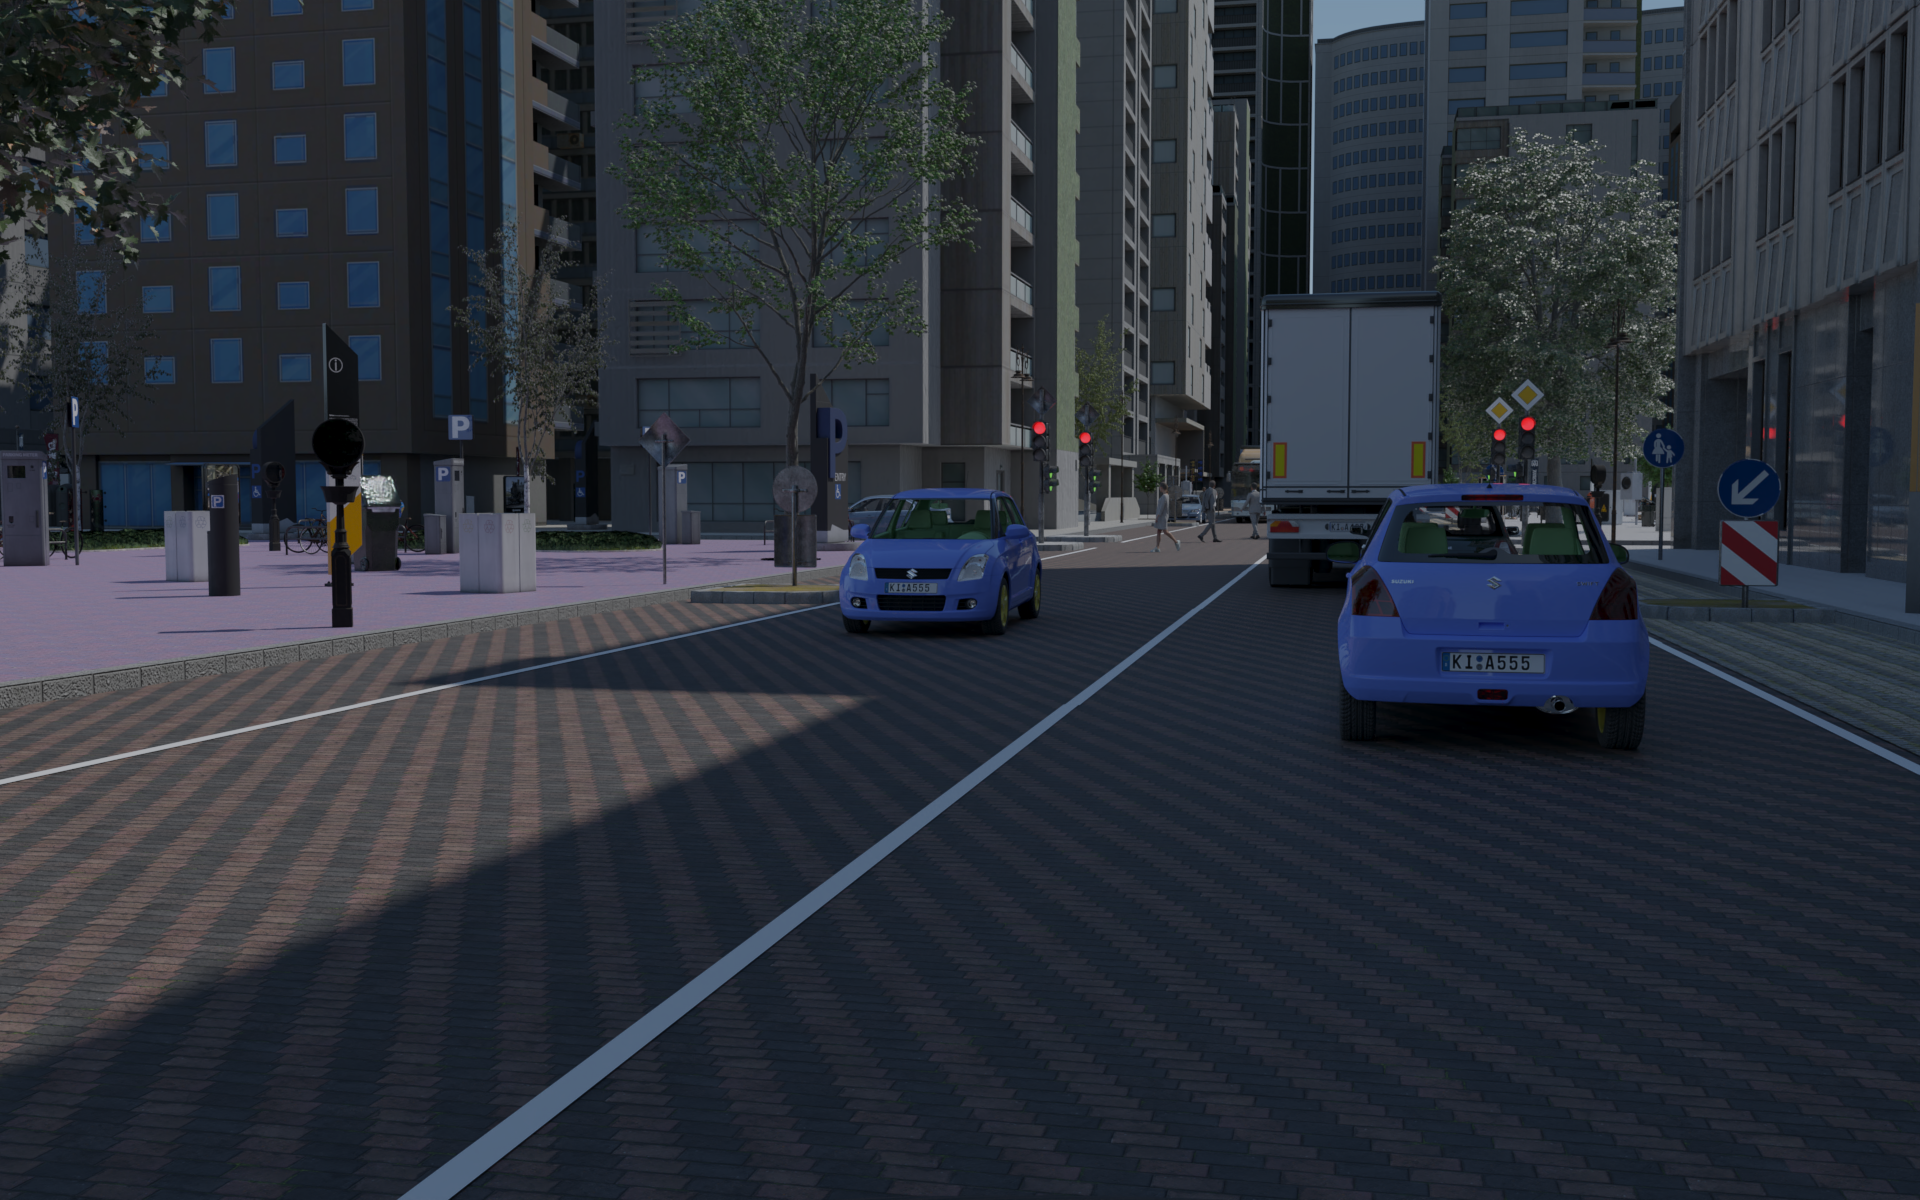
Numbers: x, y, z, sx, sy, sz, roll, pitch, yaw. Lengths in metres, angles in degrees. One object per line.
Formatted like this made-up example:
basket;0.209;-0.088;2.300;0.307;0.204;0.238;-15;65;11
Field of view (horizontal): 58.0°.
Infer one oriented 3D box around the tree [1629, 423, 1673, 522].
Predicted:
tree;32.684;-5.889;79.994;4.285;4.588;4.351;0;3;0

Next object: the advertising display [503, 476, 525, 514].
advertising display;-15.628;-3.403;60.856;0.123;1.923;0.974;2;4;35

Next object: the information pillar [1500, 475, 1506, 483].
information pillar;21.161;-3.871;67.782;0.304;2.012;0.304;2;4;32

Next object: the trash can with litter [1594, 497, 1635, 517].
trash can with litter;33.107;-4.761;88.902;2.233;1.210;1.678;-2;4;-31

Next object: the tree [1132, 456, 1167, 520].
tree;9.419;-5.666;87.239;1.663;3.219;1.824;0;3;0

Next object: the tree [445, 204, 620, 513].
tree;-11.090;-5.797;45.139;4.360;8.622;3.978;0;3;0

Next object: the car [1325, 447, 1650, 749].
car;3.330;-0.096;11.160;1.945;1.707;3.694;1;4;13

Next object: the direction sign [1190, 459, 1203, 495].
direction sign;15.362;-7.382;112.697;0.876;3.537;0.379;-1;4;-14

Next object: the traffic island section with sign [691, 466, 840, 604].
traffic island section with sign;-2.373;-0.910;23.500;1.989;1.847;2.006;1;4;13

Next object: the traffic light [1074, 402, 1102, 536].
traffic light;3.868;-3.899;52.676;0.839;4.253;0.868;1;4;13

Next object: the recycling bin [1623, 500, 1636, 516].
recycling bin;39.493;-5.478;102.116;0.722;1.027;0.722;1;4;17

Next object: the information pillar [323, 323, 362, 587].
information pillar;-8.579;-1.999;24.041;0.183;3.616;0.504;3;5;43

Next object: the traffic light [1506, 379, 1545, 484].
traffic light;13.805;-3.265;42.299;0.839;4.253;0.868;1;4;13

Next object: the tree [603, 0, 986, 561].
tree;-3.117;-6.566;33.109;9.928;11.665;9.643;0;3;0

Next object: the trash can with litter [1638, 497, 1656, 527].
trash can with litter;27.009;-3.428;67.431;1.055;1.170;0.624;0;4;0

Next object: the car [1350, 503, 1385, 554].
car;5.694;-0.671;20.755;2.009;1.686;4.222;1;4;13

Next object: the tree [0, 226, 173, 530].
tree;-23.998;-5.923;47.197;4.360;8.622;3.978;0;3;0

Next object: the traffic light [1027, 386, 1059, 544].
traffic light;2.127;-3.423;44.882;0.839;4.253;0.868;1;4;13

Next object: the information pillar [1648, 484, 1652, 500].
information pillar;41.177;-6.850;103.344;0.183;3.616;0.504;2;4;32

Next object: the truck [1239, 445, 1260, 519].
truck;17.859;-6.915;101.970;2.839;4.237;11.283;1;4;13

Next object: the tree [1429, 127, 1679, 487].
tree;20.461;-9.343;59.421;9.857;13.997;8.962;0;3;0

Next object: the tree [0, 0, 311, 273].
tree;-8.275;-5.602;8.600;9.611;12.733;9.660;0;3;0

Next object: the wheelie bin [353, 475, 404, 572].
wheelie bin;-9.808;-1.285;28.924;0.693;1.594;0.980;3;5;43

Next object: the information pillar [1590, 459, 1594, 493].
information pillar;41.691;-7.516;114.237;0.183;3.616;0.504;3;4;37

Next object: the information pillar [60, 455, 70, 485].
information pillar;-36.776;-4.878;71.111;0.504;3.616;0.183;1;4;11

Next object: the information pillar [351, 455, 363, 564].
information pillar;-11.092;-1.662;31.674;0.304;2.012;0.304;0;4;-6

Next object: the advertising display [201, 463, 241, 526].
advertising display;-15.496;-1.905;36.364;0.123;1.923;0.974;1;4;19

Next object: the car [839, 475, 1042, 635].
car;-0.148;-0.568;18.872;1.945;1.707;3.694;1;4;11

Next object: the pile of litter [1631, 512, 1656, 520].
pile of litter;33.648;-4.337;84.870;1.719;0.858;1.176;-1;4;-10

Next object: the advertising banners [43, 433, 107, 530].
advertising banners;-25.822;-3.324;50.539;0.090;3.025;2.074;1;4;23

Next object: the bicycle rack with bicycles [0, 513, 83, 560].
bicycle rack with bicycles;-18.460;-1.235;33.574;2.852;0.926;2.925;2;4;34

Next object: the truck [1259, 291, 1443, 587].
truck;6.611;-2.491;29.641;2.839;4.237;11.283;1;4;12

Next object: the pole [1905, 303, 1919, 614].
pole;10.302;-1.512;18.560;0.158;3.312;0.155;0;3;0

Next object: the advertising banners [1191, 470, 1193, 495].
advertising banners;14.601;-6.905;109.091;0.090;3.025;2.074;0;4;8

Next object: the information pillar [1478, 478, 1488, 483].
information pillar;23.220;-4.432;76.953;0.304;2.012;0.304;-1;4;-9

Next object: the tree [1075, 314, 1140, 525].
tree;5.360;-7.422;71.719;4.737;8.622;4.395;0;3;0

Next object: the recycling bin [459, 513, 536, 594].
recycling bin;-6.059;-0.621;22.703;0.722;1.027;0.722;2;4;26

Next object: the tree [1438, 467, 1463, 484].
tree;31.466;-7.160;111.667;1.663;3.219;1.824;0;3;0

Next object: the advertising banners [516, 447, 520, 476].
advertising banners;-16.634;-4.184;64.602;0.090;3.025;2.074;-2;4;-25

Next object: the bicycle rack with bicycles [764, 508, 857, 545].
bicycle rack with bicycles;-3.653;-1.883;44.172;2.852;0.926;2.925;1;4;16

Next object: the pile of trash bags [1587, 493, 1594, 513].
pile of trash bags;37.753;-6.017;108.131;3.447;1.369;1.912;0;4;-2

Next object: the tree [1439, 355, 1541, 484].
tree;25.931;-8.094;82.704;4.737;8.622;4.395;0;3;0

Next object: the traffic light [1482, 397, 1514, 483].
traffic light;15.546;-3.741;50.093;0.839;4.253;0.868;1;4;13

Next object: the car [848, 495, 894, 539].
car;-2.435;-2.335;50.174;4.499;1.417;2.014;1;4;11

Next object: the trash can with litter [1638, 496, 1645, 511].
trash can with litter;38.156;-5.333;98.244;2.233;1.210;1.678;0;4;2

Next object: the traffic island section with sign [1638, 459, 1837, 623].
traffic island section with sign;8.898;-0.707;20.185;1.989;1.847;2.006;1;4;13

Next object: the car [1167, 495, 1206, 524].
car;11.065;-4.448;84.725;2.014;1.417;4.499;1;4;13

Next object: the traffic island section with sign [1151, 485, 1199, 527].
traffic island section with sign;9.634;-4.196;77.227;1.989;1.847;2.006;1;4;13

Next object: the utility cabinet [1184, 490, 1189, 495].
utility cabinet;13.667;-5.850;104.330;0.318;1.500;1.173;0;4;6

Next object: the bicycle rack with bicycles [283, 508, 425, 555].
bicycle rack with bicycles;-13.265;-1.460;37.255;2.925;0.926;2.852;1;4;11

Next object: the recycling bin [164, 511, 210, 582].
recycling bin;-11.232;-0.797;25.593;0.722;1.027;0.722;3;4;36

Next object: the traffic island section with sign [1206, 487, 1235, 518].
traffic island section with sign;15.503;-5.805;103.538;1.989;1.847;2.006;1;4;13
